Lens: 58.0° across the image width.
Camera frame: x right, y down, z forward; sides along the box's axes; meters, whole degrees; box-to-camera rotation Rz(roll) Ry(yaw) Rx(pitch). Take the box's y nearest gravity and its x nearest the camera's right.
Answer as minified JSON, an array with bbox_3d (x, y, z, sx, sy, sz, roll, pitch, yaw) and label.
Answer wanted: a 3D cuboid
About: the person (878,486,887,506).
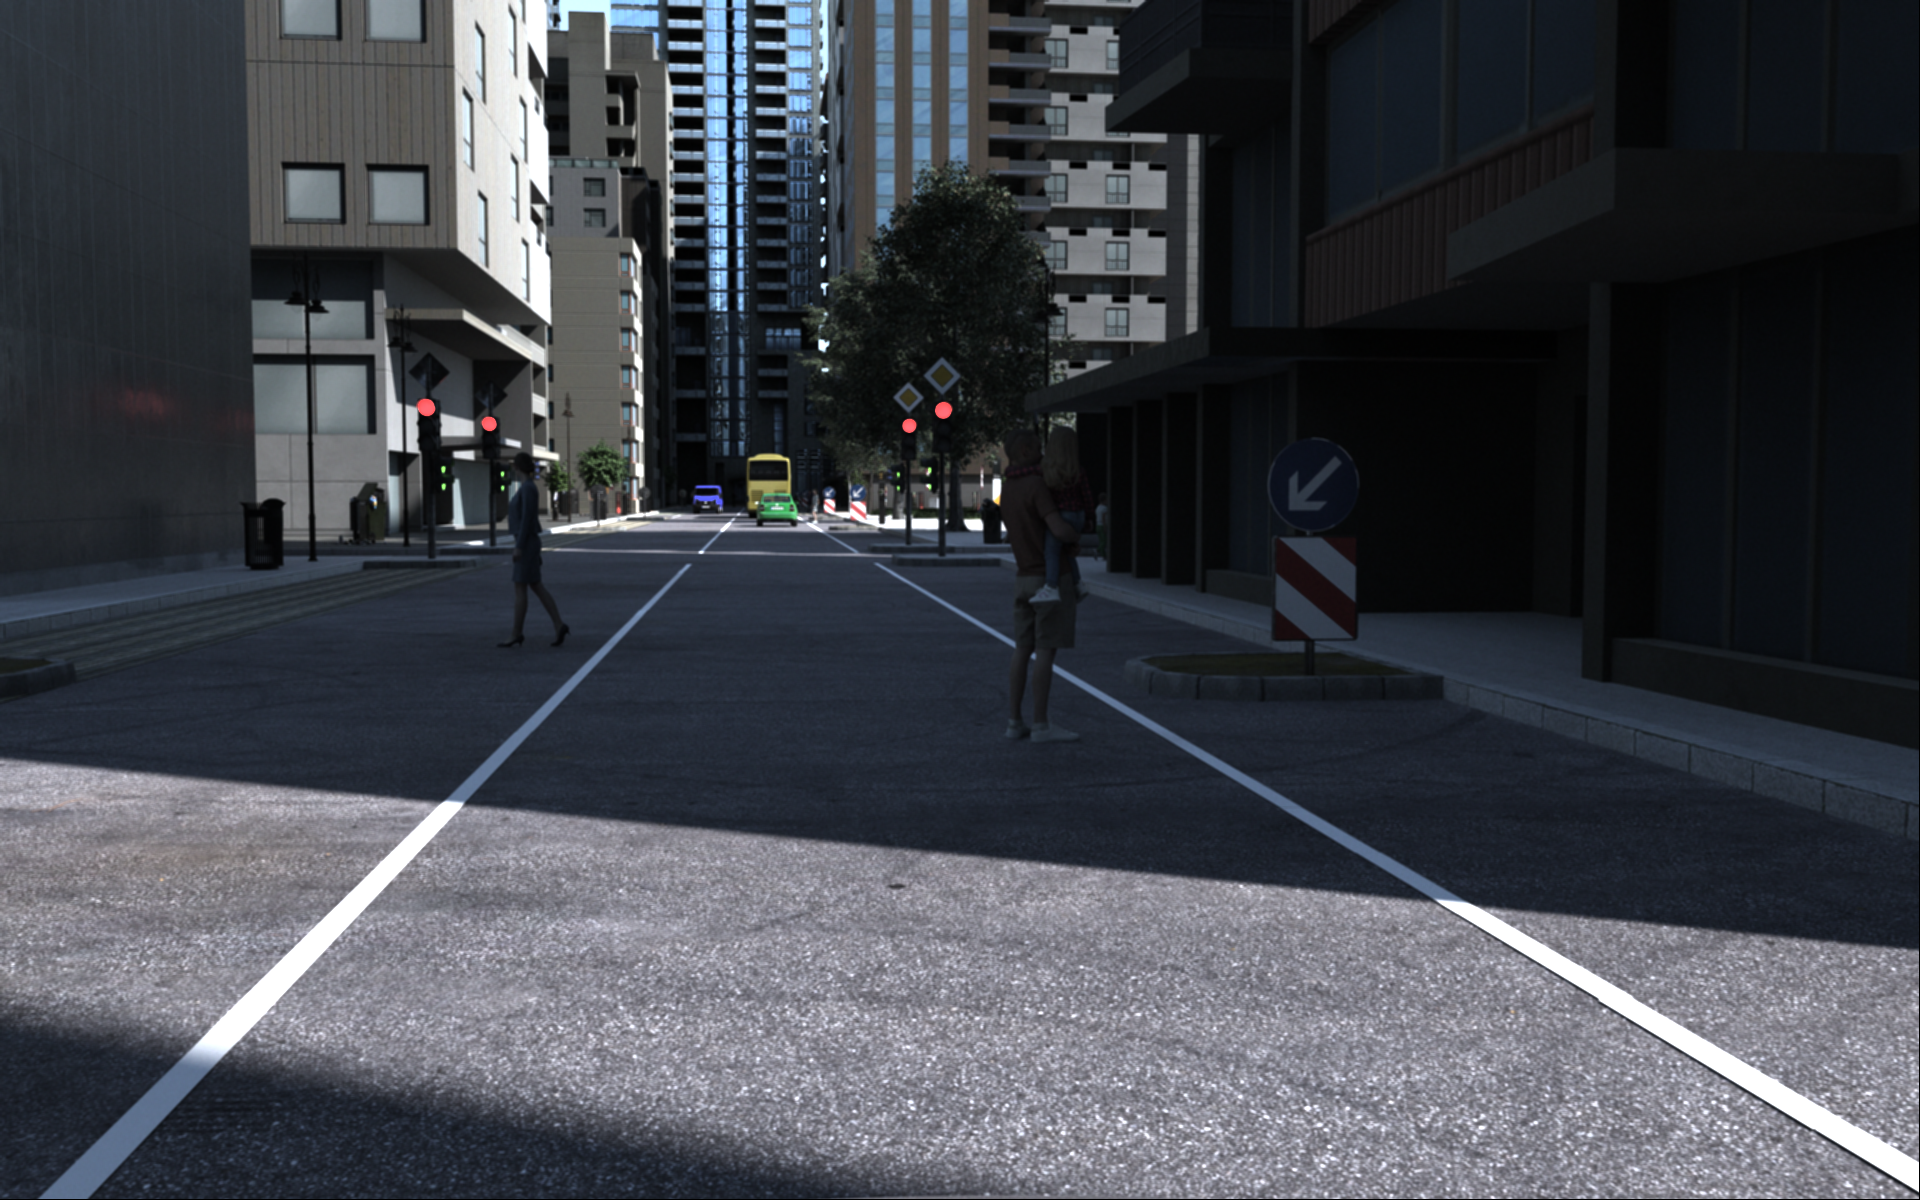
[{"bbox_3d":[-4.942,-6.438,111.276,0.580,1.828,0.573,-1,4,-21],"label":"person"}]

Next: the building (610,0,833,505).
[{"bbox_3d":[-29.653,-54.811,208.827,31.000,86.520,22.319,0,4,-7],"label":"building"}]

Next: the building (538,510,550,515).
[{"bbox_3d":[-34.908,-28.807,94.694,21.300,48.544,21.600,0,4,-7],"label":"building"}]

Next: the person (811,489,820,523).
[{"bbox_3d":[-7.177,-4.665,85.771,0.522,1.701,0.512,-2,4,-26],"label":"person"}]

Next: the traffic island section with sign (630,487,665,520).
[{"bbox_3d":[-17.245,-5.282,94.994,1.989,1.847,2.006,0,4,-7],"label":"traffic island section with sign"}]

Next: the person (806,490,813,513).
[{"bbox_3d":[-11.386,-7.465,131.466,0.541,1.710,0.530,2,4,32],"label":"person"}]

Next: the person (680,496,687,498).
[{"bbox_3d":[-31.220,-11.393,195.712,0.756,1.711,0.436,1,4,13],"label":"person"}]

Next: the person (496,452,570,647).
[{"bbox_3d":[-4.017,-0.472,16.237,0.654,1.822,0.581,1,4,9],"label":"person"}]

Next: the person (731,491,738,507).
[{"bbox_3d":[-24.534,-10.969,188.358,0.721,1.766,1.217,-3,5,-42],"label":"person"}]

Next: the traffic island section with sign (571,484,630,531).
[{"bbox_3d":[-14.029,-3.591,67.346,1.989,1.847,2.006,0,4,-7],"label":"traffic island section with sign"}]

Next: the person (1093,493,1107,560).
[{"bbox_3d":[2.714,-1.408,33.308,0.306,1.304,0.590,3,4,38],"label":"person"}]

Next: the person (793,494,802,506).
[{"bbox_3d":[-14.352,-8.567,151.834,1.065,1.426,0.557,-3,4,-37],"label":"person"}]

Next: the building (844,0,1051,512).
[{"bbox_3d":[-1.386,-29.324,129.553,14.600,45.320,14.200,0,4,-7],"label":"building"}]

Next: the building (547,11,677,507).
[{"bbox_3d":[-40.665,-33.980,179.277,21.600,48.544,21.300,0,4,-7],"label":"building"}]

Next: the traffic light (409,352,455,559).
[{"bbox_3d":[-10.478,-2.776,34.311,0.839,4.253,0.868,0,4,-7],"label":"traffic light"}]

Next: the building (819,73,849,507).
[{"bbox_3d":[-3.357,-32.162,180.475,22.147,44.769,28.867,0,4,-7],"label":"building"}]

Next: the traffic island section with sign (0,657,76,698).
[{"bbox_3d":[-7.653,-0.239,12.541,1.989,1.847,2.006,0,4,-7],"label":"traffic island section with sign"}]

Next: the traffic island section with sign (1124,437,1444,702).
[{"bbox_3d":[2.294,-0.263,12.935,1.989,1.847,2.006,0,4,-7],"label":"traffic island section with sign"}]

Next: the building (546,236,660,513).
[{"bbox_3d":[-37.400,-17.414,129.764,27.650,21.520,28.899,0,4,-7],"label":"building"}]

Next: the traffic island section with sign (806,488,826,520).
[{"bbox_3d":[-7.390,-5.351,96.115,1.989,1.847,2.006,0,4,-7],"label":"traffic island section with sign"}]

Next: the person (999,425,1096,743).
[{"bbox_3d":[0.492,-0.099,10.098,0.580,1.828,0.573,1,4,13],"label":"person"}]

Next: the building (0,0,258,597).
[{"bbox_3d":[-27.387,-12.577,24.706,30.058,24.678,14.314,0,4,-7],"label":"building"}]

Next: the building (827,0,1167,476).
[{"bbox_3d":[2.443,-34.379,151.327,28.713,52.752,27.495,0,4,-7],"label":"building"}]

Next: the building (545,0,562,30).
[{"bbox_3d":[-60.509,-54.626,205.805,31.000,86.520,22.319,0,4,-7],"label":"building"}]

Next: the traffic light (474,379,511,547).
[{"bbox_3d":[-11.401,-3.261,42.243,0.839,4.253,0.868,0,4,-7],"label":"traffic light"}]

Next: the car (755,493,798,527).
[{"bbox_3d":[-8.186,-4.195,77.387,1.959,1.807,4.718,0,4,-6],"label":"car"}]

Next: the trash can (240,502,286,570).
[{"bbox_3d":[-11.836,-1.088,29.441,0.748,1.137,0.748,0,3,0],"label":"trash can"}]

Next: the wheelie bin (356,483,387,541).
[{"bbox_3d":[-16.191,-2.430,47.644,0.980,1.594,0.693,3,5,42],"label":"wheelie bin"}]

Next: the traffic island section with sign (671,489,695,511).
[{"bbox_3d":[-22.898,-8.248,143.489,1.989,1.847,2.006,0,4,-7],"label":"traffic island section with sign"}]

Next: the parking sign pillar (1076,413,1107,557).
[{"bbox_3d":[3.008,-2.903,35.942,1.447,3.967,1.447,-1,4,-11],"label":"parking sign pillar"}]

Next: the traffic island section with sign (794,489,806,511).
[{"bbox_3d":[-13.042,-8.319,144.644,1.989,1.847,2.006,0,4,-7],"label":"traffic island section with sign"}]

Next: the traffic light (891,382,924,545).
[{"bbox_3d":[-1.310,-3.334,43.430,0.839,4.253,0.868,0,4,-7],"label":"traffic light"}]

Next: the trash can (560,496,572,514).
[{"bbox_3d":[-24.548,-5.894,108.022,0.748,1.137,0.748,0,3,0],"label":"trash can"}]

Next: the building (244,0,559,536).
[{"bbox_3d":[-29.946,-28.942,62.436,28.713,52.752,27.495,0,4,-7],"label":"building"}]

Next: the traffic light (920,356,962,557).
[{"bbox_3d":[-0.386,-2.849,35.498,0.839,4.253,0.868,0,4,-7],"label":"traffic light"}]

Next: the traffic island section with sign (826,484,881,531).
[{"bbox_3d":[-4.184,-3.666,68.569,1.989,1.847,2.006,0,4,-7],"label":"traffic island section with sign"}]

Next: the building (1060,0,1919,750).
[{"bbox_3d":[13.421,-22.095,15.884,22.147,44.769,28.867,0,4,-7],"label":"building"}]

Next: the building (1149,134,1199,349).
[{"bbox_3d":[18.043,-45.727,185.895,20.611,71.187,20.563,0,4,-7],"label":"building"}]

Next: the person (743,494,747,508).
[{"bbox_3d":[-21.826,-10.319,177.235,1.348,1.822,0.705,-3,4,-38],"label":"person"}]

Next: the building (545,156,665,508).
[{"bbox_3d":[-33.494,-23.254,151.906,14.160,30.474,14.107,0,4,-7],"label":"building"}]
